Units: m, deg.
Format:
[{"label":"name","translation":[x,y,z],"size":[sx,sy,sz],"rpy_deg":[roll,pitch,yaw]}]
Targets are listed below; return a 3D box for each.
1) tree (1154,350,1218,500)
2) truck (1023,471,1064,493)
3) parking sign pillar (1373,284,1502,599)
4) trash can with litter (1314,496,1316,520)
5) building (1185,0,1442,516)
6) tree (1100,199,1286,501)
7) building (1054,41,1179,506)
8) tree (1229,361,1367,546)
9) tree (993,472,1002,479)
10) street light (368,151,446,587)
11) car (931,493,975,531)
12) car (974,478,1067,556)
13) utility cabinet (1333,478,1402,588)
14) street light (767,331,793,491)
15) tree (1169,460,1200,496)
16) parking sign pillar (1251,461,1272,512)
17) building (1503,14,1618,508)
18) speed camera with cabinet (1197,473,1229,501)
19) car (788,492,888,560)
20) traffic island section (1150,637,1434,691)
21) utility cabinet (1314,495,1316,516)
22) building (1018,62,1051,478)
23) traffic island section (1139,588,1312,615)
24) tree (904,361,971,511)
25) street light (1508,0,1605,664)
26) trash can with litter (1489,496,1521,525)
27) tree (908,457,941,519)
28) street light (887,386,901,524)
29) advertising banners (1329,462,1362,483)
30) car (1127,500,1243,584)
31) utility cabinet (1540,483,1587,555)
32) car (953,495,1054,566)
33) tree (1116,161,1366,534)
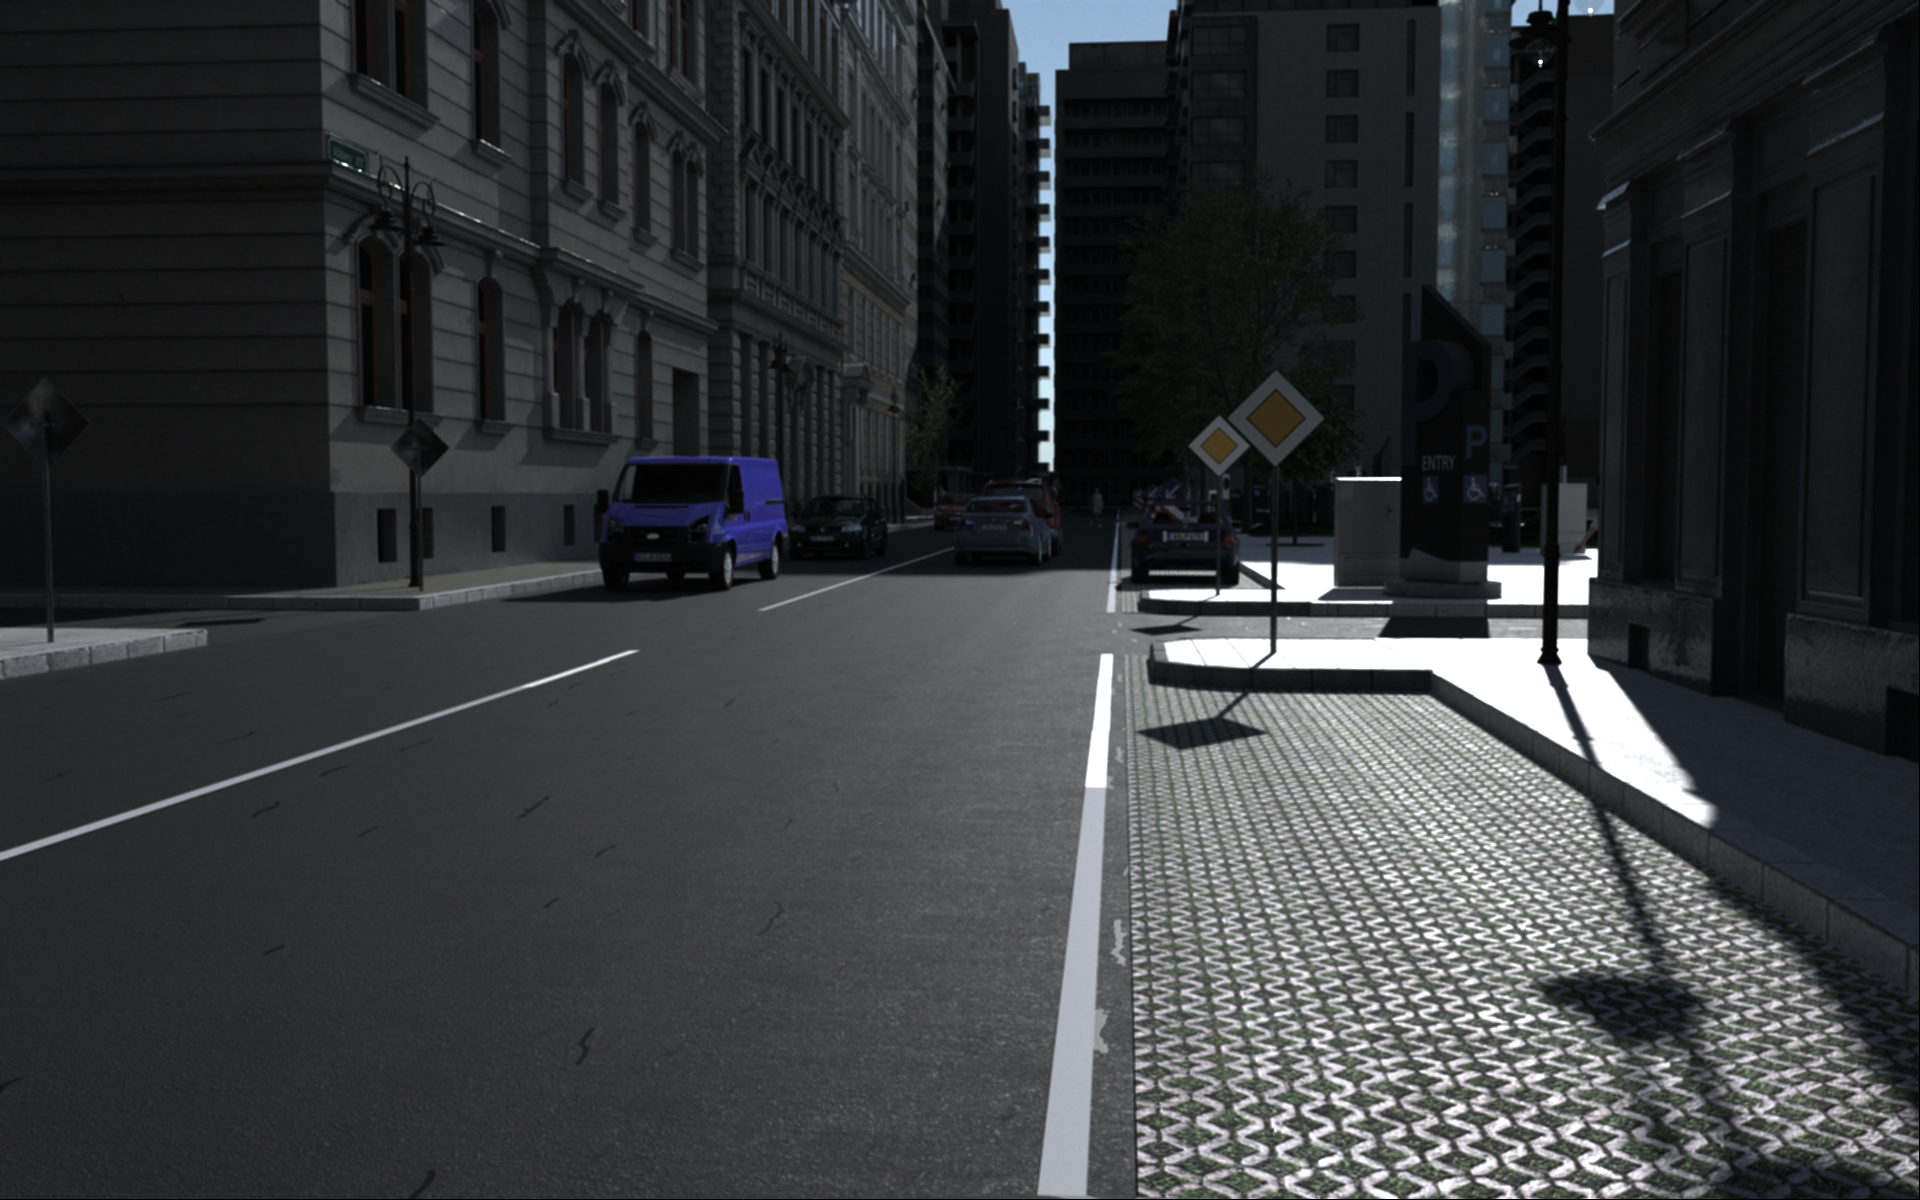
[{"label":"tree","translation":[11.366,-8.281,85.764],"size":[4.737,8.622,4.395],"rpy_deg":[0,3,0]},{"label":"truck","translation":[7.299,-9.435,150.179],"size":[3.469,3.379,9.791],"rpy_deg":[0,4,3]},{"label":"parking sign pillar","translation":[6.084,-2.034,21.733],"size":[1.447,3.967,1.447],"rpy_deg":[-1,4,-19]},{"label":"trash can with litter","translation":[18.048,-4.543,85.334],"size":[2.233,1.210,1.678],"rpy_deg":[-1,4,-21]},{"label":"building","translation":[20.734,-20.381,104.939],"size":[14.160,30.474,14.107],"rpy_deg":[0,4,5]},{"label":"tree","translation":[9.182,-9.133,67.454],"size":[7.486,12.596,7.792],"rpy_deg":[0,3,0]},{"label":"building","translation":[21.297,-34.618,189.701],"size":[21.600,48.544,21.300],"rpy_deg":[0,4,5]},{"label":"tree","translation":[8.305,-3.630,43.072],"size":[4.285,4.588,4.351],"rpy_deg":[0,3,0]},{"label":"tree","translation":[2.935,-9.543,150.630],"size":[1.663,3.219,1.824],"rpy_deg":[0,3,0]},{"label":"street light","translation":[-7.561,-3.123,23.847],"size":[0.468,5.910,1.993],"rpy_deg":[0,4,5]},{"label":"car","translation":[-0.034,-3.654,68.789],"size":[2.155,1.783,4.494],"rpy_deg":[0,4,3]},{"label":"car","translation":[1.419,-2.022,41.740],"size":[2.281,1.827,5.304],"rpy_deg":[0,4,4]},{"label":"utility cabinet","translation":[5.693,-0.905,23.480],"size":[1.173,1.500,0.318],"rpy_deg":[0,4,-1]},{"label":"street light","translation":[-5.104,-4.682,49.336],"size":[0.468,5.910,1.993],"rpy_deg":[0,4,5]},{"label":"tree","translation":[12.524,-6.316,97.872],"size":[1.663,3.219,1.824],"rpy_deg":[0,3,0]},{"label":"parking sign pillar","translation":[16.037,-6.388,92.908],"size":[1.447,3.967,1.447],"rpy_deg":[2,4,35]},{"label":"building","translation":[55.888,-31.225,160.647],"size":[14.200,45.320,14.600],"rpy_deg":[0,4,5]},{"label":"speed camera with cabinet","translation":[10.941,-4.915,74.702],"size":[0.660,3.252,2.038],"rpy_deg":[2,4,34]},{"label":"car","translation":[-2.716,-1.786,38.993],"size":[2.009,1.686,4.222],"rpy_deg":[0,4,6]},{"label":"traffic island section","translation":[2.556,0.505,14.025],"size":[2.009,0.180,2.903],"rpy_deg":[0,4,5]},{"label":"utility cabinet","translation":[18.178,-4.760,88.989],"size":[1.020,1.237,0.306],"rpy_deg":[-3,5,-45]},{"label":"building","translation":[-5.117,-35.085,193.246],"size":[30.456,49.044,23.786],"rpy_deg":[0,4,5]},{"label":"traffic island section","translation":[3.291,0.019,21.976],"size":[2.009,0.180,2.903],"rpy_deg":[0,4,5]},{"label":"tree","translation":[-1.605,-8.852,95.093],"size":[4.360,8.622,3.978],"rpy_deg":[0,3,0]},{"label":"street light","translation":[4.466,-2.456,12.944],"size":[0.468,5.910,1.993],"rpy_deg":[0,4,5]},{"label":"trash can with litter","translation":[22.304,-3.668,71.031],"size":[1.678,1.210,2.233],"rpy_deg":[-3,5,-45]},{"label":"tree","translation":[-1.724,-5.885,90.819],"size":[1.663,3.219,1.824],"rpy_deg":[0,3,0]},{"label":"street light","translation":[-2.808,-6.199,74.146],"size":[0.468,5.910,1.993],"rpy_deg":[0,4,5]},{"label":"advertising banners","translation":[19.449,-5.540,86.774],"size":[2.074,3.025,0.090],"rpy_deg":[1,4,10]},{"label":"car","translation":[3.743,-0.995,28.851],"size":[1.945,1.354,3.894],"rpy_deg":[0,4,7]},{"label":"utility cabinet","translation":[12.606,-1.683,36.195],"size":[1.173,1.500,0.318],"rpy_deg":[-3,4,-36]},{"label":"car","translation":[0.918,-1.474,36.105],"size":[2.014,1.417,4.499],"rpy_deg":[0,4,7]},{"label":"tree","translation":[9.155,-7.952,55.778],"size":[9.928,11.665,9.643],"rpy_deg":[0,3,0]}]
